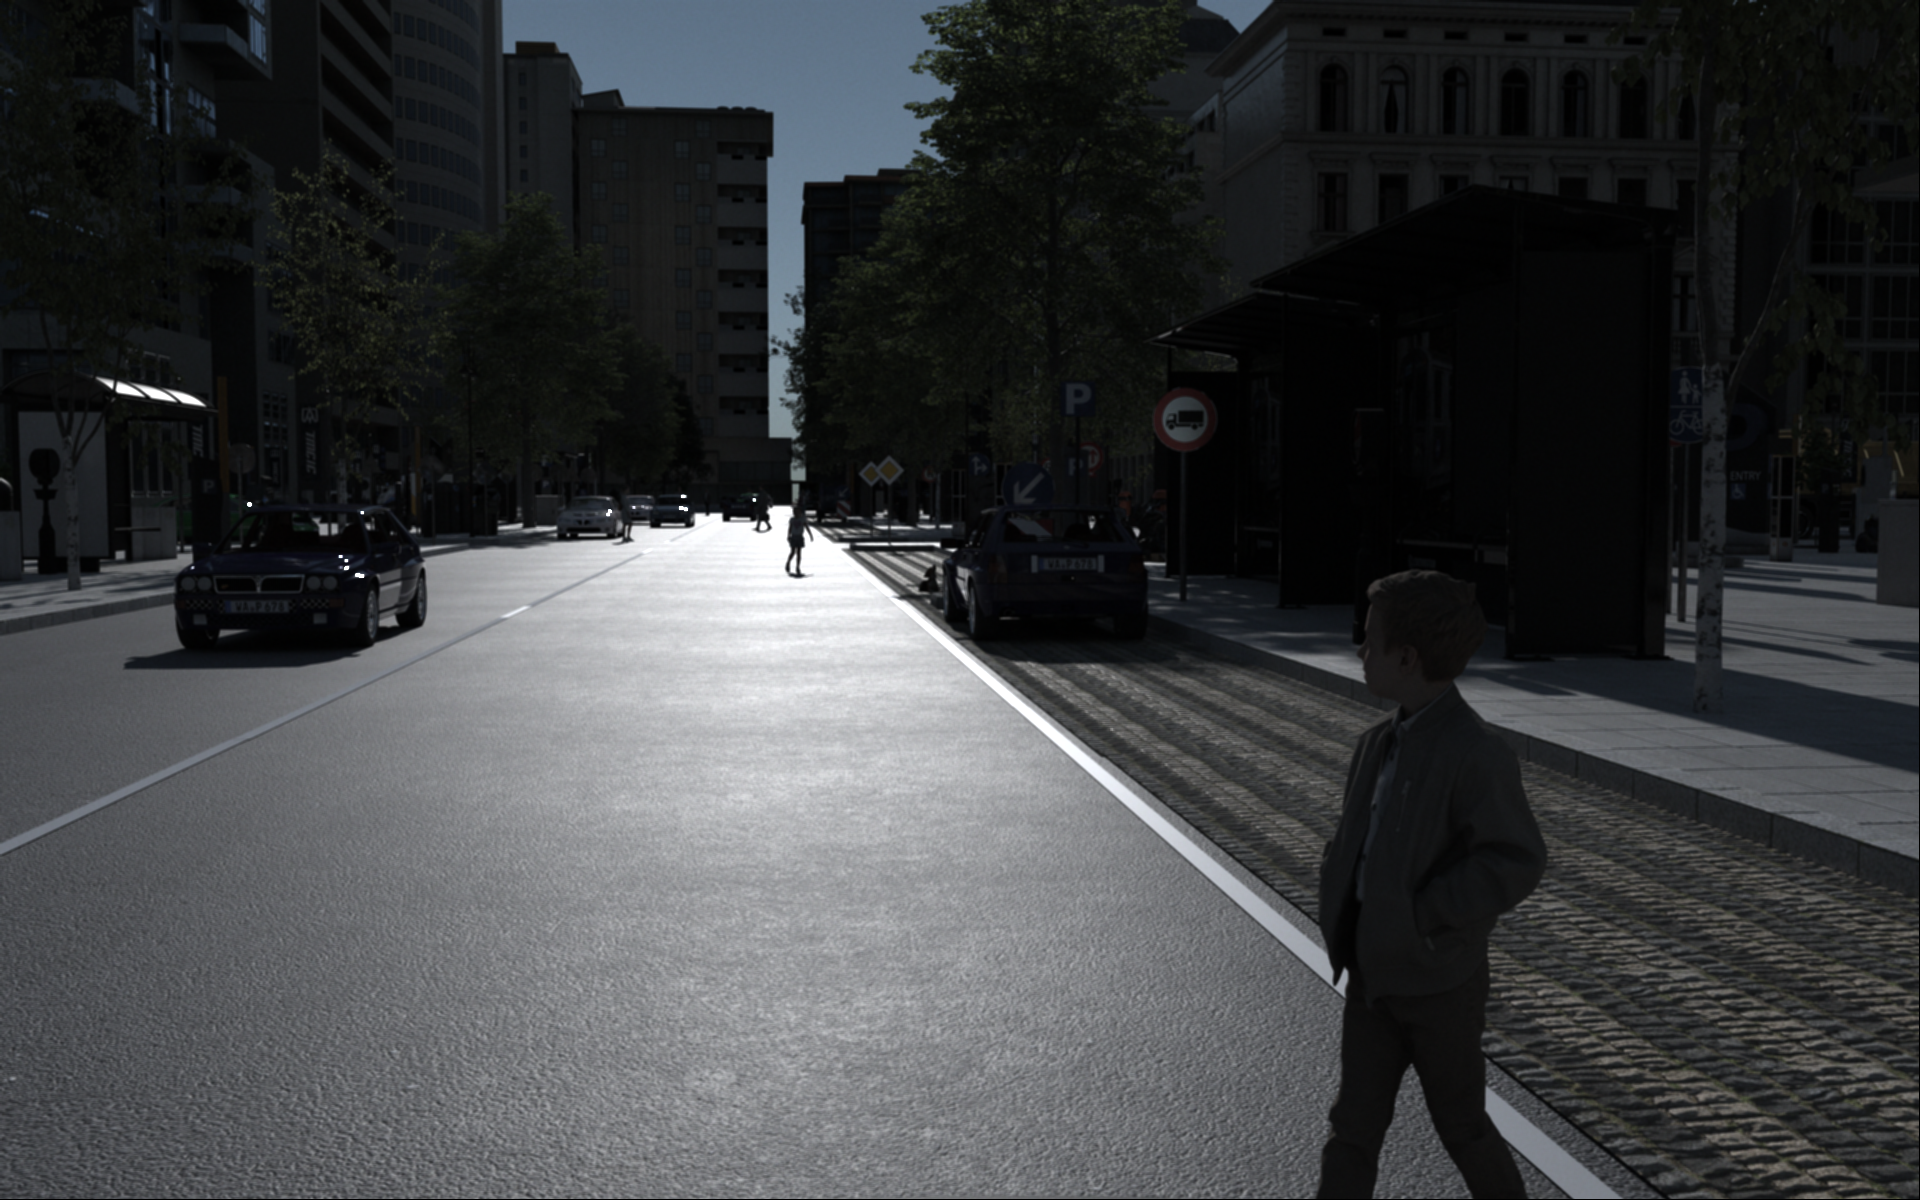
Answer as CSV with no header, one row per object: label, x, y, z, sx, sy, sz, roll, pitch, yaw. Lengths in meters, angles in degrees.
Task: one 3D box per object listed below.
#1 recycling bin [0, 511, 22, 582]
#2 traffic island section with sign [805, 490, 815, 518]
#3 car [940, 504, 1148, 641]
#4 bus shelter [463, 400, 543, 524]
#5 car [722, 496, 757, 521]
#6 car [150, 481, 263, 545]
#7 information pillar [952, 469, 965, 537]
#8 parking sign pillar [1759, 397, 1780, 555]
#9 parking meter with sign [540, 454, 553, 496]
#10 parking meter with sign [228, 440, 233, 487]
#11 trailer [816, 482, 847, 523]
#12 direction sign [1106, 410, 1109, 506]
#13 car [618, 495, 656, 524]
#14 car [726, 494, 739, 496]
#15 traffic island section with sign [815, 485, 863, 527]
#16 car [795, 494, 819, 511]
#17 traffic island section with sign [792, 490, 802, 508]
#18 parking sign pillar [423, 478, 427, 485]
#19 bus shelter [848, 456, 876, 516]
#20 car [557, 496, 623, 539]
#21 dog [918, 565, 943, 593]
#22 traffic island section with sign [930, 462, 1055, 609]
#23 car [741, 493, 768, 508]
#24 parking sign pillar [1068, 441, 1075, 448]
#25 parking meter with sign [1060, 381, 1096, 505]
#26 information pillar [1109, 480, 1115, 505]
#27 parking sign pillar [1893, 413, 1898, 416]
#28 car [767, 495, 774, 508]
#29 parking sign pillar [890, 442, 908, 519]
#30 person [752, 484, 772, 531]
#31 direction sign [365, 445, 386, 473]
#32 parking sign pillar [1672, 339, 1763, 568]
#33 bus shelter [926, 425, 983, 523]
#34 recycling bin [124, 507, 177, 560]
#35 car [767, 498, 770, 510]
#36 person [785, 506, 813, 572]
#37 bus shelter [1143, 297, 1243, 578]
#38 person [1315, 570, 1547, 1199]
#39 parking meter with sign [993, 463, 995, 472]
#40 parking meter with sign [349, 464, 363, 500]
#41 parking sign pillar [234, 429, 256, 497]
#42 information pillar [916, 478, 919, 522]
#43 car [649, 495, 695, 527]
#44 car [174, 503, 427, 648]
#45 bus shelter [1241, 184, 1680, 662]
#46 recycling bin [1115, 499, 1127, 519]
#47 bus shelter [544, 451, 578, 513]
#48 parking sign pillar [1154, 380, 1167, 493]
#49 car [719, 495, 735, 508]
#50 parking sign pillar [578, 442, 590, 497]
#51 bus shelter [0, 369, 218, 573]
recycling bin,-14.374,-0.793,25.517,0.722,1.027,0.722,2,4,30
traffic island section with sign,-8.289,-5.832,103.987,1.989,1.847,2.006,0,4,-6
car,0.810,-0.346,18.237,1.945,1.354,3.894,0,4,-6
bus shelter,-20.150,-6.011,75.913,2.179,5.291,8.768,0,4,-6
car,-11.810,-4.921,93.036,1.945,1.354,3.894,0,4,-4
car,-19.363,-2.250,45.591,4.718,1.807,1.959,0,4,-6
information pillar,-0.031,-2.892,51.780,0.304,2.012,0.304,2,4,33
parking sign pillar,16.723,-2.964,36.935,1.447,3.967,1.447,-2,4,-34
parking meter with sign,-17.944,-4.818,75.039,0.543,3.016,1.738,-1,4,-10
parking meter with sign,-24.382,-3.642,55.800,1.738,3.016,0.543,-3,5,-44
trailer,-6.457,-4.851,86.360,1.471,1.999,3.904,0,4,-8
direction sign,3.786,-3.206,44.423,0.379,3.537,0.876,0,4,8
car,-15.282,-4.288,82.472,2.083,1.381,4.827,0,4,-6
car,-25.201,-11.179,191.572,1.959,1.807,4.718,0,4,-5
traffic island section with sign,-5.302,-4.165,76.720,1.989,1.847,2.006,0,4,-6
car,-11.404,-7.380,130.454,2.009,1.686,4.222,0,4,-7
traffic island section with sign,-13.659,-8.856,153.424,1.989,1.847,2.006,0,4,-6
parking sign pillar,-38.018,-8.233,123.081,1.447,3.967,1.447,0,4,4
bus shelter,-6.144,-7.061,106.733,1.731,3.624,6.357,0,4,-6
car,-12.148,-2.744,57.226,2.083,1.381,4.827,0,4,-5
dog,-0.372,-0.313,25.318,0.550,0.427,0.748,2,4,25
traffic island section with sign,0.651,-0.817,21.987,1.989,1.847,2.006,0,4,-6
car,-13.054,-6.108,108.665,1.959,1.807,4.718,0,4,-5
parking sign pillar,5.702,-6.027,87.012,1.447,3.967,1.447,-2,4,-28
parking meter with sign,1.866,-1.920,27.645,0.543,3.016,1.738,0,4,3
information pillar,7.892,-5.243,90.217,0.304,2.012,0.304,3,4,36
parking sign pillar,31.500,-4.273,58.328,1.447,3.967,1.447,1,4,20
car,-20.492,-10.291,180.611,2.083,1.381,4.827,0,4,-5
parking sign pillar,-2.873,-6.162,89.225,1.447,3.967,1.447,0,4,-2
person,-7.752,-3.617,67.735,0.767,1.812,0.694,1,4,8
direction sign,-26.870,-5.364,79.704,0.876,3.537,0.379,-1,4,-20
parking sign pillar,13.101,-2.575,30.571,1.447,3.967,1.447,3,5,40
bus shelter,-0.460,-6.400,82.265,2.179,5.291,8.768,0,4,-6
recycling bin,-16.011,-1.327,34.247,0.722,1.027,0.722,2,4,34
car,-18.108,-8.785,155.638,2.014,1.417,4.499,0,4,-5
person,-2.959,-1.122,31.856,0.505,1.210,0.382,0,4,-7
bus shelter,3.960,-1.962,23.359,1.731,3.624,6.357,0,4,-6
person,0.800,0.599,2.975,0.640,1.303,0.475,-2,4,-35
parking meter with sign,2.736,-6.100,95.988,1.738,3.016,0.543,-1,4,-17
parking meter with sign,-34.943,-6.384,100.634,0.543,3.016,1.738,-3,5,-42
parking sign pillar,-29.673,-5.107,71.978,1.447,3.967,1.447,0,4,-4
information pillar,-2.081,-4.596,79.631,0.304,2.012,0.304,3,5,43
car,-12.606,-3.916,76.027,2.014,1.417,4.499,0,4,-5
car,-6.519,-0.294,17.381,1.945,1.354,3.894,0,4,-7
bus shelter,4.399,-1.533,16.340,1.731,3.624,6.357,0,4,-6
recycling bin,8.331,-4.793,90.924,0.722,1.027,0.722,-1,4,-11
bus shelter,-20.486,-6.619,85.858,2.179,5.291,8.768,0,4,-6
parking sign pillar,5.004,-3.253,41.663,1.447,3.967,1.447,1,4,18
car,-23.599,-10.046,176.828,1.945,1.354,3.894,0,4,-5
parking sign pillar,-18.123,-5.814,83.536,1.447,3.967,1.447,0,4,-7
bus shelter,-14.938,-2.252,30.744,2.014,3.302,5.546,0,4,-6
